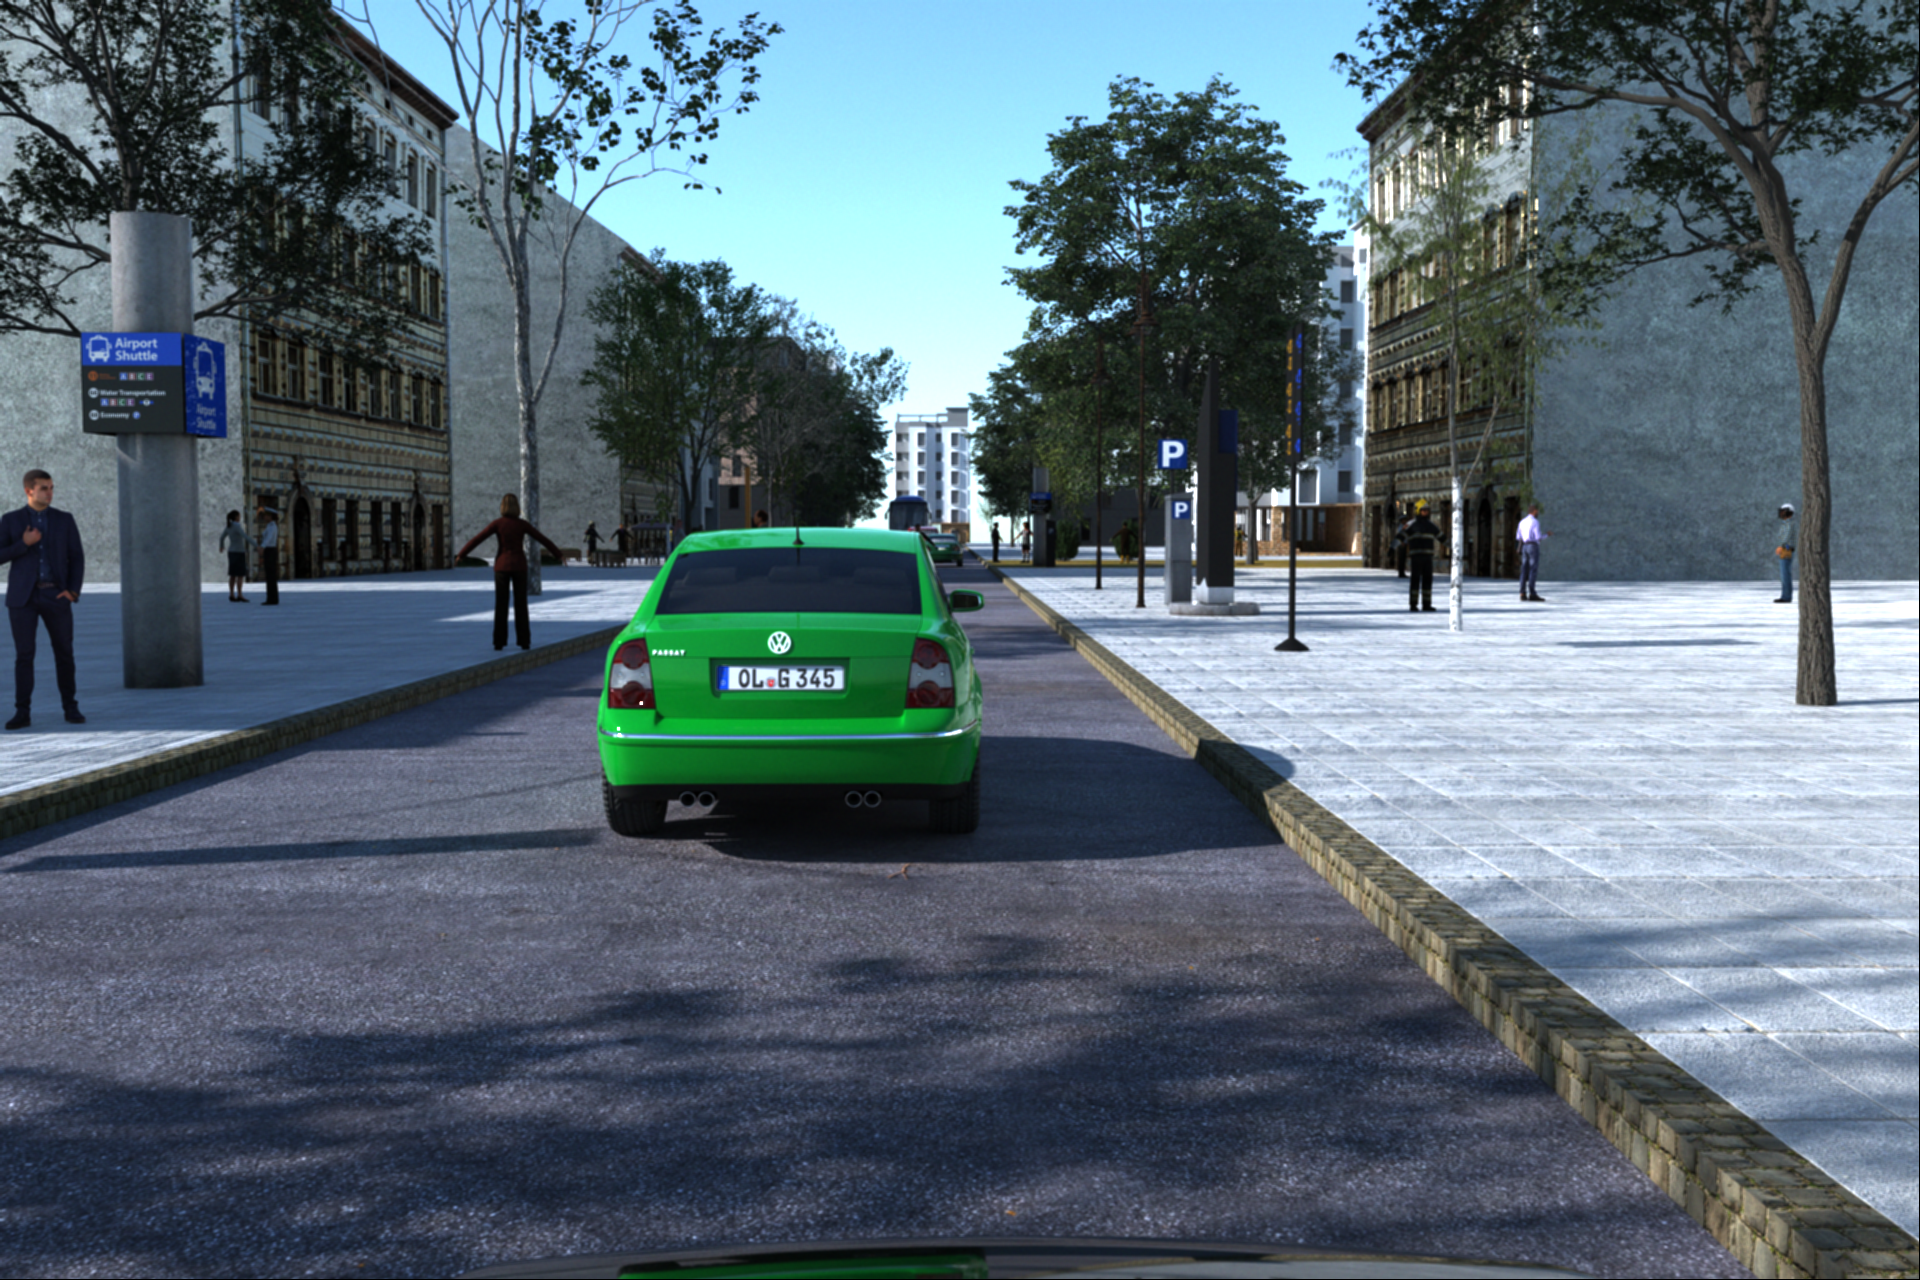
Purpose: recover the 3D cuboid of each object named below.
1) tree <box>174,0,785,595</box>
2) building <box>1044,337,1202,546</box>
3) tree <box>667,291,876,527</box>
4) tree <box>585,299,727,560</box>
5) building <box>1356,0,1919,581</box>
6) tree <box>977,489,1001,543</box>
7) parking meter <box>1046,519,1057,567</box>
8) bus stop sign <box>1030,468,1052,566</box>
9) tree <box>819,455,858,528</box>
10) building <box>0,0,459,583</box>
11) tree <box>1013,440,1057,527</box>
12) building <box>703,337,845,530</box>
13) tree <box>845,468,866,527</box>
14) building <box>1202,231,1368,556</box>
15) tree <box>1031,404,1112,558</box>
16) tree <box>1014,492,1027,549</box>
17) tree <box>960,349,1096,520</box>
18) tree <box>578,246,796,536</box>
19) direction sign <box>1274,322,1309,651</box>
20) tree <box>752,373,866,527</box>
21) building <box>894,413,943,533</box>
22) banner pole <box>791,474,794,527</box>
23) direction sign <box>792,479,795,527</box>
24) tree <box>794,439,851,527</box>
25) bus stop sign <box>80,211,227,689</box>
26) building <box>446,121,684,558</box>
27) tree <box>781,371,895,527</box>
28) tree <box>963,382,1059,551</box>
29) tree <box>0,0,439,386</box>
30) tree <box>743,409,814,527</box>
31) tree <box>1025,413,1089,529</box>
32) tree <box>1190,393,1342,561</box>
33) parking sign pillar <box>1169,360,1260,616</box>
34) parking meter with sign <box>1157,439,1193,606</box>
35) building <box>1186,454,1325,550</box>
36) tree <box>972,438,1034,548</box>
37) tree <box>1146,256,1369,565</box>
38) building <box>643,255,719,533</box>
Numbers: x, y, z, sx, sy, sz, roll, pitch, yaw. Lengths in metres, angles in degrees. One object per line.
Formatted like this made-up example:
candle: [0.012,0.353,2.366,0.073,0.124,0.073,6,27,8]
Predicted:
tree: [-9.781,-10.928,34.560,12.611,20.169,13.585,0,3,0]
building: [23.178,-21.543,196.205,27.936,21.610,32.646,0,4,0]
tree: [-9.396,-10.797,86.907,12.009,13.543,11.850,0,3,0]
tree: [-9.269,-6.305,53.446,4.737,8.622,4.395,0,3,0]
building: [24.580,-13.749,55.719,19.493,23.208,18.063,0,4,-1]
tree: [4.983,-19.061,262.003,4.360,8.622,3.978,0,3,0]
parking meter: [3.521,-3.740,66.867,0.399,1.863,0.255,0,4,-1]
bus stop sign: [3.205,-4.888,68.935,0.837,3.901,0.837,0,3,0]
tree: [-9.640,-11.838,143.905,4.360,8.622,3.978,0,3,0]
building: [-27.799,-13.622,53.646,19.493,23.208,18.063,0,4,0]
tree: [5.880,-10.672,124.851,4.360,8.622,3.978,0,3,0]
building: [-28.015,-21.503,195.550,27.936,21.610,32.646,0,3,0]
tree: [-18.703,-21.635,260.383,9.857,13.997,8.962,0,3,0]
building: [21.284,-15.799,114.737,16.016,20.090,11.380,0,3,0]
tree: [5.742,-8.623,91.347,4.737,8.622,4.395,0,3,0]
tree: [4.836,-12.223,150.204,4.360,8.622,3.978,0,3,0]
tree: [5.127,-12.731,114.813,9.857,13.997,8.962,0,3,0]
tree: [-9.737,-8.343,62.158,9.928,11.665,9.643,0,3,0]
direction sign: [3.658,-1.651,18.998,0.379,3.537,0.876,0,4,0]
tree: [-9.704,-11.186,108.645,9.928,11.665,9.643,0,3,0]
building: [-9.700,-24.690,262.562,11.380,20.090,16.016,0,4,8]
banner pole: [-6.955,-5.029,72.243,0.401,3.779,0.863,0,3,0]
direction sign: [-6.832,-4.837,71.082,0.379,3.537,0.876,0,4,2]
tree: [-9.978,-10.339,119.408,4.360,8.622,3.978,0,3,0]
bus stop sign: [-6.726,-1.560,14.518,0.837,3.901,0.837,0,4,-1]
building: [-26.947,-16.418,99.357,19.493,23.208,18.063,0,4,0]
tree: [-9.651,-13.902,133.960,9.857,13.997,8.962,0,3,0]
tree: [5.401,-13.730,134.860,12.009,13.543,11.850,0,3,0]
tree: [-9.893,-5.283,20.784,7.601,10.594,8.767,-1,4,-13]
tree: [-10.022,-8.977,97.135,4.737,8.622,4.395,0,3,0]
tree: [5.497,-9.187,100.572,4.360,8.622,3.978,0,3,0]
tree: [14.480,-9.145,83.928,8.767,10.594,7.601,2,4,24]
parking sign pillar: [4.069,-2.392,27.576,1.447,3.967,1.447,0,4,-1]
parking meter with sign: [3.899,-2.129,31.065,0.543,3.016,1.738,0,3,0]
building: [23.554,-11.670,132.947,9.099,9.664,28.070,0,3,0]
tree: [5.165,-14.670,165.612,9.928,11.665,9.643,0,3,0]
tree: [12.313,-9.898,72.204,12.009,13.543,11.850,0,3,0]
building: [-28.187,-15.822,125.149,16.747,18.905,31.486,0,4,1]
